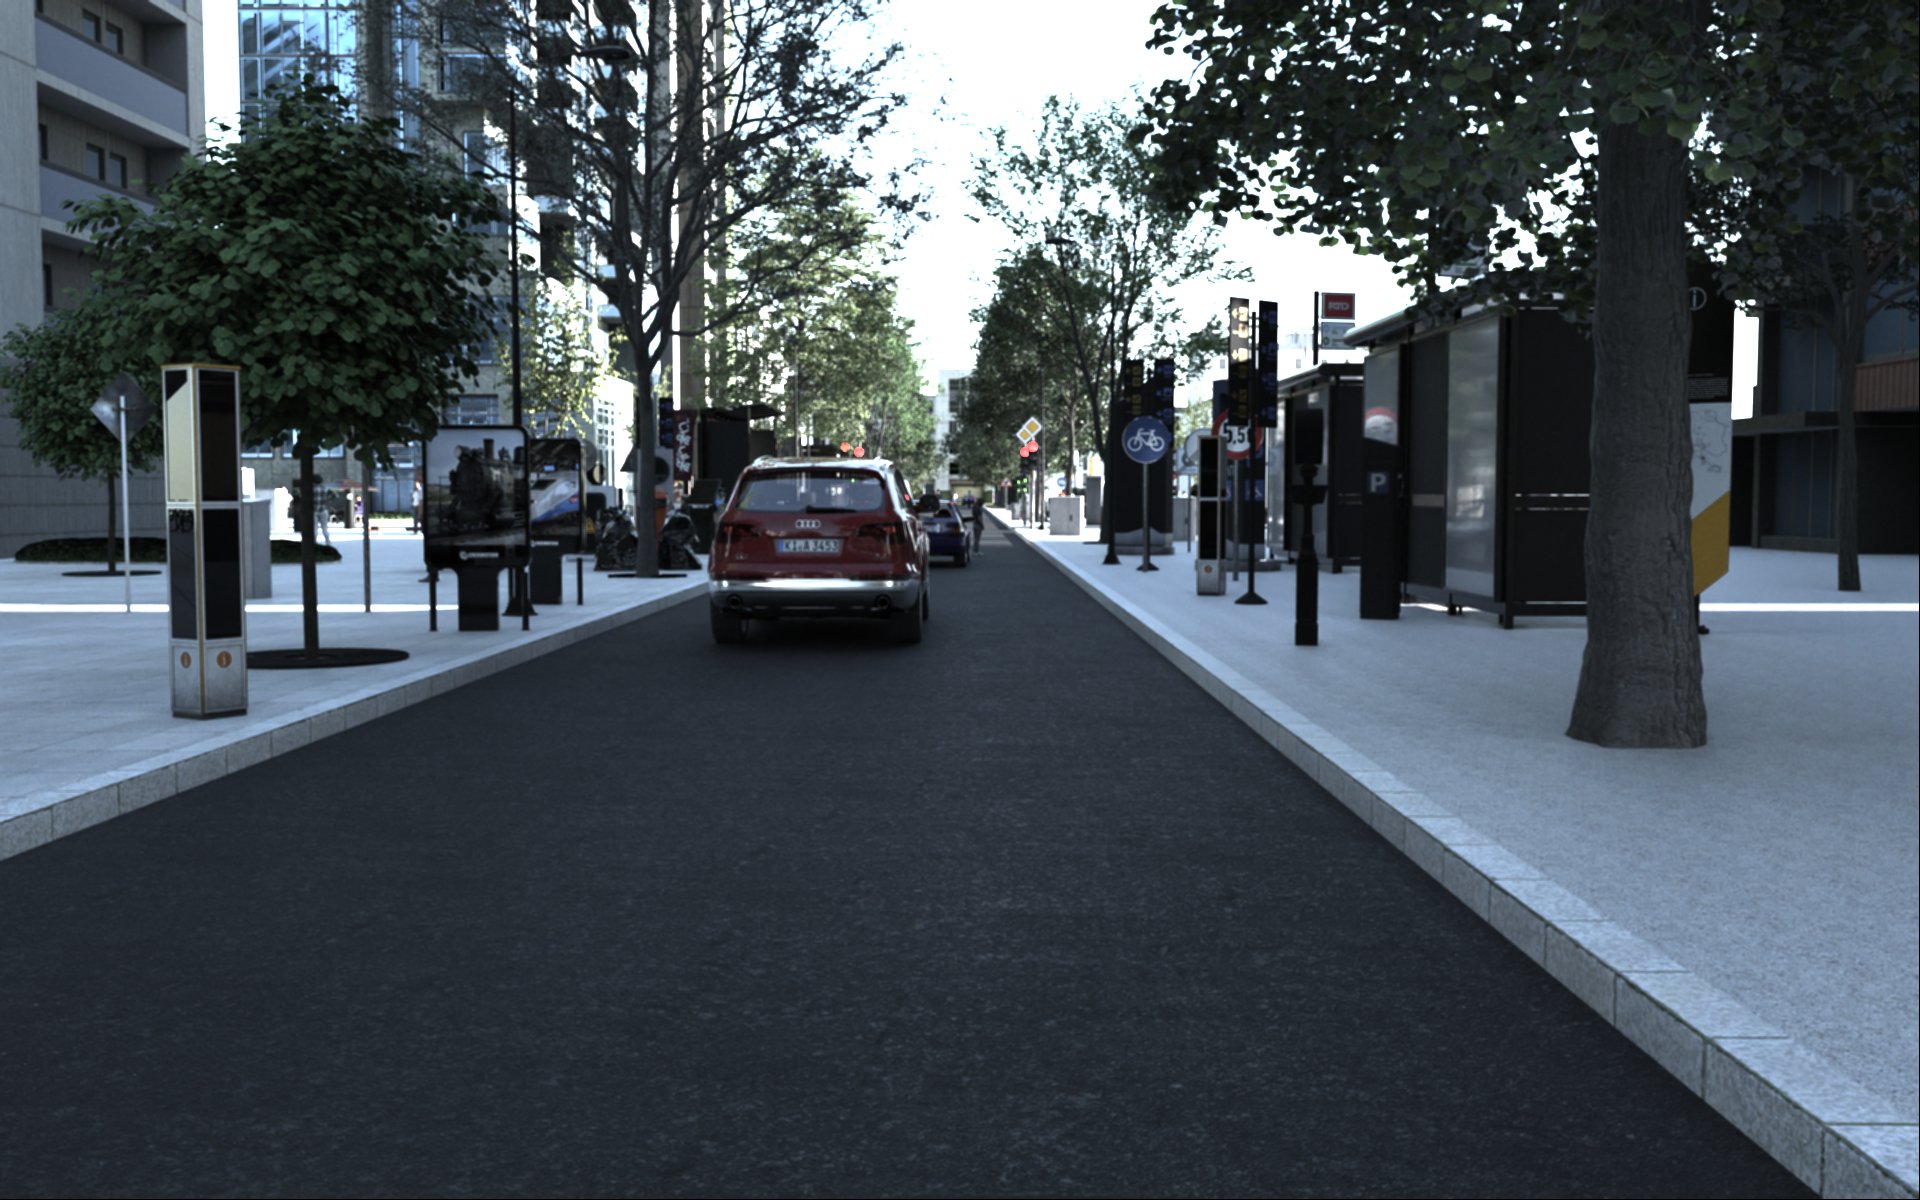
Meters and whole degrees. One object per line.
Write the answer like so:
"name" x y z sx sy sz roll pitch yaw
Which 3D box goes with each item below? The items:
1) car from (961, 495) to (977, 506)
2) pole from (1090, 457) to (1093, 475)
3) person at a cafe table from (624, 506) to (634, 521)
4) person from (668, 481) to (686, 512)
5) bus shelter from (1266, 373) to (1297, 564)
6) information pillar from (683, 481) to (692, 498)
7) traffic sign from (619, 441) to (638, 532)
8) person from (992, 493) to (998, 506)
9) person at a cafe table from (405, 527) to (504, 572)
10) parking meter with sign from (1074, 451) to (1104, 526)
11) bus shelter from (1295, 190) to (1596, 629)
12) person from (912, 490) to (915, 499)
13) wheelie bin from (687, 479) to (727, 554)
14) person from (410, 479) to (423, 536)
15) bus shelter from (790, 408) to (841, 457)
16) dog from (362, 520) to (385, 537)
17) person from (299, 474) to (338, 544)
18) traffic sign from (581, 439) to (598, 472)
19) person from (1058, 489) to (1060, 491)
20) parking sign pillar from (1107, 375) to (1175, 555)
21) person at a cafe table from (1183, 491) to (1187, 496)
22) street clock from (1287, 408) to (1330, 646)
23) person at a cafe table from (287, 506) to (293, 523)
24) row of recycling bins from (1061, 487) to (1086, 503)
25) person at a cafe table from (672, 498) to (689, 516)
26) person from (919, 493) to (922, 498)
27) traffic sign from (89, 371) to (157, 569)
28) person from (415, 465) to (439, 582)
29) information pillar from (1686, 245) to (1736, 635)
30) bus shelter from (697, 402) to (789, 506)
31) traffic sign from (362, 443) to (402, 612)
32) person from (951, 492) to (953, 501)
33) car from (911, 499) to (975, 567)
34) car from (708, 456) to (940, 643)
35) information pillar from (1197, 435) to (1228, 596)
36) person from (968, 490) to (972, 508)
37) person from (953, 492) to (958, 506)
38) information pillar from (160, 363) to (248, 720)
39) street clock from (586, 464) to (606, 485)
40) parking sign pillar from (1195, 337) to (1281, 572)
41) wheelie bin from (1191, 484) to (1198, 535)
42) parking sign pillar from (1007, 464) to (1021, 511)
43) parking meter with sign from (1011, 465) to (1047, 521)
"car" 1.124 -12.400 215.318 1.945 1.354 3.894 0 4 2
"pole" 7.199 -6.181 94.906 0.158 3.312 0.155 0 3 0
"person at a cafe table" -15.171 -4.390 82.638 1.698 1.238 1.726 0 4 -2
"person" -9.069 -2.950 54.832 0.990 1.755 0.434 -2 4 -26
"bus shelter" 6.787 -3.321 31.936 2.179 5.291 8.768 0 3 0
"information pillar" -11.333 -4.136 72.116 0.304 2.012 0.304 1 4 18
"traffic sign" -7.990 -2.614 42.737 0.884 2.594 0.081 0 4 7
"person" 3.880 -10.603 182.629 0.991 1.433 0.599 -1 4 -11
"person at a cafe table" -8.274 -1.128 29.308 1.698 1.238 1.726 0 4 -1
"parking meter with sign" 5.479 -4.528 70.290 1.738 3.016 0.543 1 4 17
"bus shelter" 5.968 -2.623 20.525 2.179 5.291 8.768 0 3 0
"person" -4.949 -10.836 184.132 0.530 1.710 0.541 0 4 6
"wheelie bin" -5.418 -1.786 37.117 0.980 1.594 0.693 1 4 23
"person" -16.639 -2.844 53.266 0.841 1.734 0.376 2 4 26
"bus shelter" -6.093 -5.950 74.921 2.179 5.291 8.768 0 3 0
"dog" -17.359 -2.107 51.278 0.406 0.507 0.540 1 4 17
"person" -14.548 -1.990 39.297 0.841 1.734 0.376 -2 4 -24
"traffic sign" -8.695 -2.427 39.788 0.768 2.556 0.104 0 4 4
"person" 11.623 -12.120 203.834 0.705 1.869 1.348 -1 4 -18
"parking sign pillar" 3.858 -2.957 36.825 1.447 3.967 1.447 2 4 29
"person at a cafe table" 17.684 -7.998 139.274 1.622 1.524 1.698 1 4 10
"street clock" 2.951 -0.619 14.698 0.358 2.002 0.471 1 4 9
"person at a cafe table" -30.075 -4.211 77.359 1.622 1.524 1.698 -1 4 -22
"row of recycling bins" 7.352 -6.286 109.896 1.069 1.692 3.534 -1 4 -20
"person at a cafe table" -6.190 -1.918 42.227 1.726 1.238 1.698 2 4 26
"person" -4.802 -12.336 210.960 0.599 1.433 0.991 1 4 17
"traffic sign" -8.955 -1.153 18.578 0.795 2.593 0.064 0 4 7
"person" -7.776 -1.116 25.227 0.436 1.711 0.756 1 4 16
"information pillar" 6.777 -1.497 15.823 0.504 3.616 0.183 3 4 36
"bus shelter" -5.831 -3.422 47.231 1.731 3.624 6.357 0 4 0
"traffic sign" -6.437 -1.147 18.754 0.884 2.594 0.081 0 4 1
"person" -0.983 -12.657 216.161 0.721 1.735 1.217 -3 5 -42
"car" -0.677 -1.395 35.394 1.945 1.354 3.894 0 4 2
"car" -1.365 -0.584 18.228 2.281 1.827 5.304 0 4 0
"information pillar" 3.191 -1.066 21.923 0.304 2.012 0.304 2 4 25
"person" 0.985 -10.319 177.209 0.705 1.826 1.348 1 4 17
"person" -0.630 -12.592 215.044 0.621 1.740 0.551 2 4 29
"information pillar" -4.334 -0.334 9.945 0.304 2.012 0.304 2 4 31
"street clock" -8.747 -2.271 41.698 0.358 2.002 0.471 2 4 29
"parking sign pillar" 4.687 -2.485 29.104 1.447 3.967 1.447 -1 4 -15
"wheelie bin" 7.534 -2.822 54.041 0.980 1.594 0.693 -3 4 -37
"parking sign pillar" 4.272 -8.824 132.741 1.447 3.967 1.447 2 4 26
"parking meter with sign" 3.327 -5.360 83.903 1.738 3.016 0.543 -2 4 -24
